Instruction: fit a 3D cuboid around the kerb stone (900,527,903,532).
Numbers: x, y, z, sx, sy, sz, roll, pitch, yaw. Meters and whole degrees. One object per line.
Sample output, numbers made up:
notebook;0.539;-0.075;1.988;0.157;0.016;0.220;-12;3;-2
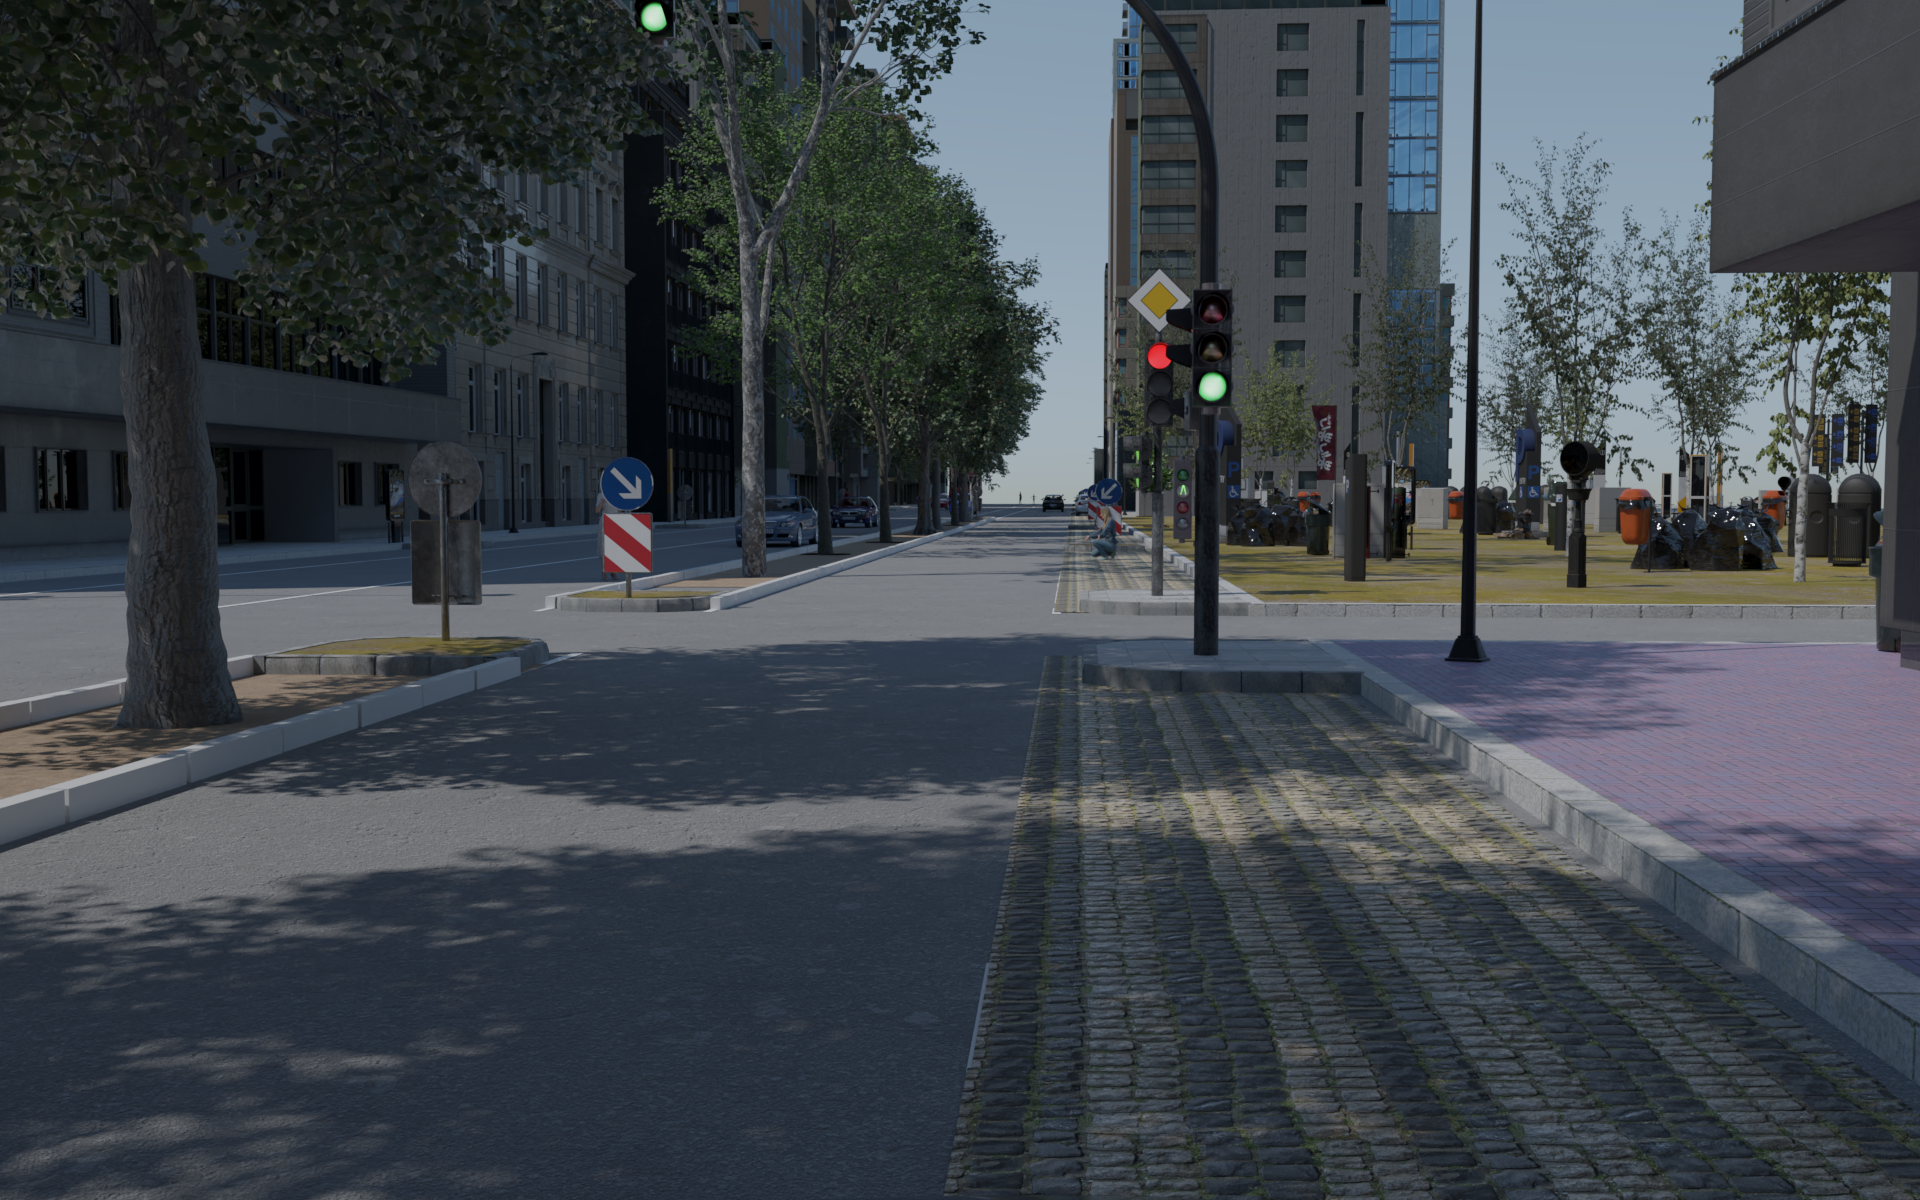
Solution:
kerb stone;-2.315;-2.558;64.033;0.120;0.150;1.000;0;4;4

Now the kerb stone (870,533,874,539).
kerb stone;-2.920;-1.994;54.846;0.120;0.150;1.000;0;4;4

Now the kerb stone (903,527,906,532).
kerb stone;-2.241;-2.620;65.052;0.120;0.150;1.000;0;4;4

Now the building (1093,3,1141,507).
building;29.858;-56.576;237.695;22.319;86.520;31.000;0;4;4

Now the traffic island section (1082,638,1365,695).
traffic island section;1.982;0.515;13.868;2.009;0.180;2.903;0;4;4

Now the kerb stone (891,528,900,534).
kerb stone;-2.381;-2.496;63.013;0.120;0.150;1.000;0;4;4

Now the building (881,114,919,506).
building;-16.459;-33.155;196.708;22.147;44.769;28.867;0;4;4

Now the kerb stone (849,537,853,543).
kerb stone;-3.259;-1.684;49.733;0.120;0.150;1.000;0;4;4

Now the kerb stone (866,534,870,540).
kerb stone;-2.985;-1.934;53.823;0.120;0.150;1.000;0;4;4

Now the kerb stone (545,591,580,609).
kerb stone;-5.088;0.004;22.134;0.120;0.150;1.000;0;4;4

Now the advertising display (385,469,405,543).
advertising display;-14.813;-2.460;45.433;0.123;1.923;0.974;0;4;5

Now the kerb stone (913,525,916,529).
kerb stone;-1.977;-2.871;69.138;0.120;0.150;1.000;0;4;4

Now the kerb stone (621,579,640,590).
kerb stone;-4.877;-0.183;25.193;0.120;0.150;1.000;0;4;4

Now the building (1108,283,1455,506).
building;27.649;-19.106;157.415;27.650;21.520;28.899;0;4;4

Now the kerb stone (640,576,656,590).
kerb stone;-4.813;-0.246;26.214;0.120;0.150;1.000;0;4;4

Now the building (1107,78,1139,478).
building;23.660;-32.872;187.560;14.600;45.320;14.200;0;4;4

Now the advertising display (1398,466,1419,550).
advertising display;10.239;-2.139;40.186;0.123;1.923;0.974;-1;4;-20

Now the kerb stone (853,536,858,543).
kerb stone;-3.186;-1.744;50.757;0.120;0.150;1.000;0;4;4

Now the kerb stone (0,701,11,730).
kerb stone;-5.865;0.730;10.255;0.120;0.150;1.000;0;4;4

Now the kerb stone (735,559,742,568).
kerb stone;-4.343;-0.680;33.364;0.120;0.150;1.000;0;4;4

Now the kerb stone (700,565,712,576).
kerb stone;-4.544;-0.496;30.301;0.120;0.150;1.000;0;4;4

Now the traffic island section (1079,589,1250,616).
traffic island section;2.508;0.027;21.836;2.009;0.180;2.903;0;4;4

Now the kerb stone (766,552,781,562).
kerb stone;-4.071;-0.928;37.447;0.120;0.150;1.000;0;4;4

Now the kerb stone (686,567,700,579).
kerb stone;-4.610;-0.433;29.281;0.120;0.150;1.000;0;4;4

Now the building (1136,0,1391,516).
building;17.707;-20.370;104.747;14.160;30.474;14.107;0;4;4

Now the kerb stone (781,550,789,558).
kerb stone;-3.998;-0.987;38.471;0.120;0.150;1.000;0;4;4

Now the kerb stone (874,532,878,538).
kerb stone;-2.857;-2.059;55.866;0.120;0.150;1.000;0;4;4

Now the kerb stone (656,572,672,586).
kerb stone;-4.743;-0.305;27.237;0.120;0.150;1.000;0;4;4

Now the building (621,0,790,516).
building;-18.544;-20.408;105.369;14.160;30.474;14.107;0;4;4

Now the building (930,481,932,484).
building;-14.659;-34.937;225.843;22.147;44.769;28.867;0;4;4

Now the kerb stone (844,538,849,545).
kerb stone;-3.322;-1.622;48.712;0.120;0.150;1.000;0;4;4

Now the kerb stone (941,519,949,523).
kerb stone;-0.763;-3.996;87.522;0.120;0.150;1.000;0;4;4

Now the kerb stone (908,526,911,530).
kerb stone;-2.108;-2.746;67.092;0.120;0.150;1.000;0;4;4

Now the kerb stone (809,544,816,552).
kerb stone;-3.733;-1.246;42.563;0.120;0.150;1.000;0;4;4

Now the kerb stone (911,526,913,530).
kerb stone;-2.046;-2.808;68.112;0.120;0.150;1.000;0;4;4

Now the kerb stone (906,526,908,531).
kerb stone;-2.179;-2.684;66.072;0.120;0.150;1.000;0;4;4

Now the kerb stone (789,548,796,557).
kerb stone;-3.933;-1.058;39.494;0.120;0.150;1.000;0;4;4

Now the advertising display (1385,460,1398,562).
advertising display;8.270;-1.718;33.311;0.123;1.923;0.974;1;4;17

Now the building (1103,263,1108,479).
building;24.956;-27.199;216.410;14.160;30.474;14.107;0;4;4

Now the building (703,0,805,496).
building;-18.725;-28.683;119.086;14.600;45.320;14.200;0;4;4

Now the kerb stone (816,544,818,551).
kerb stone;-3.664;-1.308;43.589;0.120;0.150;1.000;0;4;4

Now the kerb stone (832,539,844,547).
kerb stone;-3.394;-1.559;47.690;0.120;0.150;1.000;0;4;4

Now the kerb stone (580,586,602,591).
kerb stone;-5.011;-0.053;23.154;0.120;0.150;1.000;0;4;4

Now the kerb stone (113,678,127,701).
kerb stone;-5.740;0.605;12.296;0.120;0.150;1.000;0;4;4

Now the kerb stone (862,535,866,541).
kerb stone;-3.052;-1.872;52.797;0.120;0.150;1.000;0;4;4

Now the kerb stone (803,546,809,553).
kerb stone;-3.809;-1.180;41.544;0.120;0.150;1.000;0;4;4

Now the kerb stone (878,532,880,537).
kerb stone;-2.781;-2.122;56.885;0.120;0.150;1.000;0;4;4

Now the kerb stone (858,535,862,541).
kerb stone;-3.125;-1.809;51.778;0.120;0.150;1.000;0;4;4

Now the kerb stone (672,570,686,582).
kerb stone;-4.684;-0.368;28.258;0.120;0.150;1.000;0;4;4

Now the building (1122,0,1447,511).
building;22.991;-49.699;125.249;22.319;86.520;31.000;0;4;4

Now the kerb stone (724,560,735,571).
kerb stone;-4.408;-0.621;32.344;0.120;0.150;1.000;0;4;4

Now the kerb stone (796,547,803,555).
kerb stone;-3.873;-1.121;40.524;0.120;0.150;1.000;0;4;4

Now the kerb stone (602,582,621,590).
kerb stone;-4.956;-0.121;24.174;0.120;0.150;1.000;0;4;4

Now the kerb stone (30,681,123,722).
kerb stone;-5.803;0.673;11.276;0.120;0.150;1.000;0;4;4

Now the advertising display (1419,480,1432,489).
advertising display;21.224;-4.534;79.350;0.123;1.923;0.974;-2;4;-26

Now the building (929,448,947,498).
building;-9.327;-29.106;247.581;14.160;30.474;14.107;0;4;4

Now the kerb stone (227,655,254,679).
kerb stone;-5.659;0.543;13.315;0.120;0.150;1.000;0;4;4

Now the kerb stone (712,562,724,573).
kerb stone;-4.477;-0.555;31.321;0.120;0.150;1.000;0;4;4
